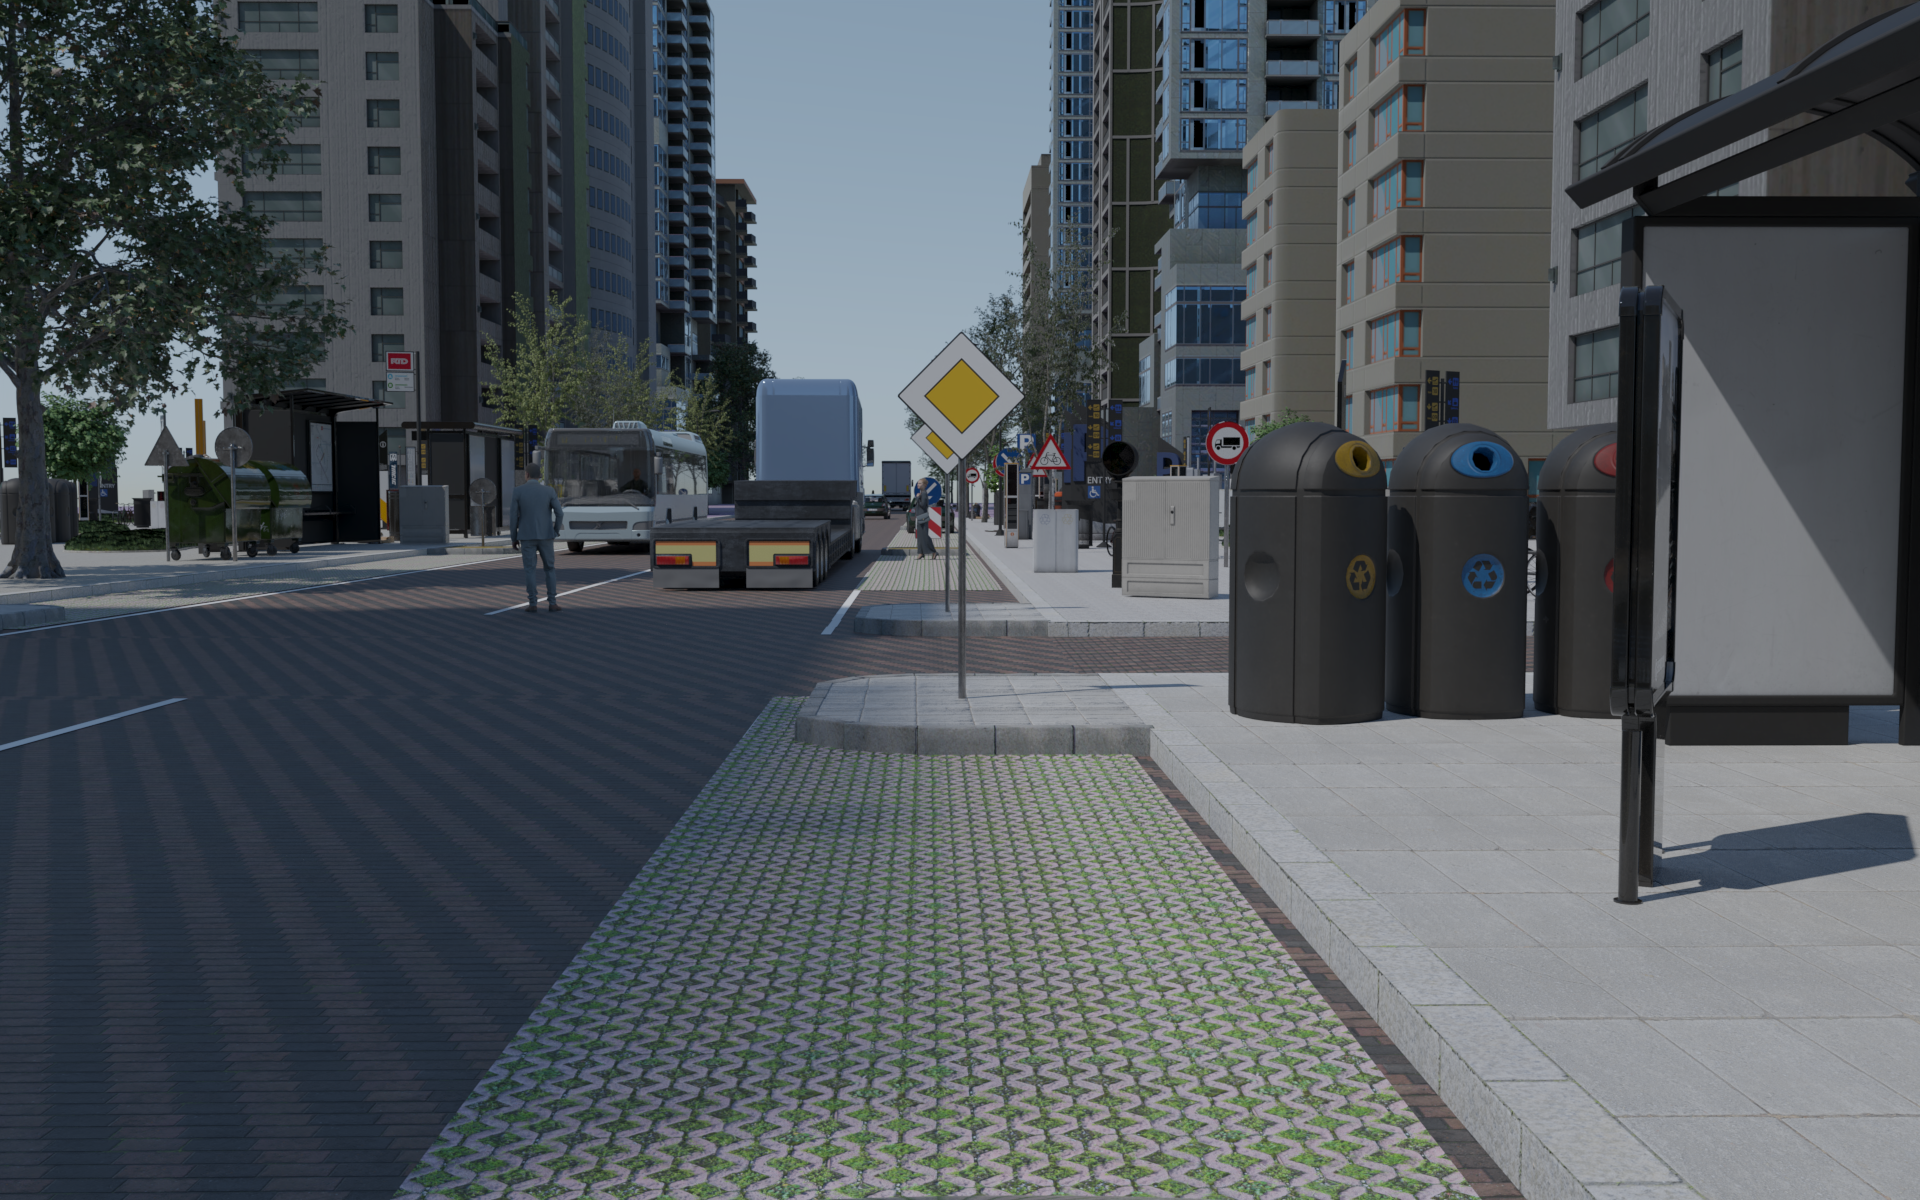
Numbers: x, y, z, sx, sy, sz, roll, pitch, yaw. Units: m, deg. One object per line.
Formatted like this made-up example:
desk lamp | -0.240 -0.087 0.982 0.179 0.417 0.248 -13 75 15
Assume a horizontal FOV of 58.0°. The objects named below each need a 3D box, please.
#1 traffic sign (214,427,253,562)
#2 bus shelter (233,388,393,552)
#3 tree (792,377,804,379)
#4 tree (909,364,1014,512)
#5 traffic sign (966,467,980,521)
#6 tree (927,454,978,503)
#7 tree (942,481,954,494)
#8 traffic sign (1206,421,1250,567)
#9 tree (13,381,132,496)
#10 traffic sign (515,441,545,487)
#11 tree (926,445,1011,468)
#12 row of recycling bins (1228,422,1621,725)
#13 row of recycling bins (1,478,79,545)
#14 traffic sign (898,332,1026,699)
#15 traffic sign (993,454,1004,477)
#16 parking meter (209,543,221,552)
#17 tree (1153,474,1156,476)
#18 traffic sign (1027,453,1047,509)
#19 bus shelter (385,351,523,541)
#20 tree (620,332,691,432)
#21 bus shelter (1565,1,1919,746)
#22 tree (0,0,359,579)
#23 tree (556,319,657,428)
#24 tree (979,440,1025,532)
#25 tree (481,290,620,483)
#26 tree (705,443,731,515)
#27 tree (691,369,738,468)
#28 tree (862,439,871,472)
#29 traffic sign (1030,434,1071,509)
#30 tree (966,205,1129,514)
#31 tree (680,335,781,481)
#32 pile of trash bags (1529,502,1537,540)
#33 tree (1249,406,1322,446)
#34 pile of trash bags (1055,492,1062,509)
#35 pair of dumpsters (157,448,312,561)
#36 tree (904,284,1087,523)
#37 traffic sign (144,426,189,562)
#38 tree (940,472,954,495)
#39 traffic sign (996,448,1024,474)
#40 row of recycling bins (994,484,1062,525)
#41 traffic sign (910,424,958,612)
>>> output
traffic sign | -13.797 -2.005 32.894 0.768 2.556 0.104 0 4 7
bus shelter | -15.329 -3.066 41.420 1.731 3.624 6.357 0 4 -1
tree | -16.406 -17.123 186.609 9.857 13.997 8.962 0 3 0
tree | 0.227 -12.134 124.146 9.928 11.665 9.643 0 3 0
traffic sign | 0.575 -5.067 82.958 0.768 2.556 0.104 0 4 1
tree | -0.705 -19.518 237.239 7.486 12.596 7.792 0 3 0
tree | -1.885 -14.127 225.574 1.663 3.219 1.824 0 3 0
traffic sign | 4.661 -1.845 30.264 0.768 2.556 0.104 0 4 -1
tree | -25.393 -4.027 49.549 4.285 4.588 4.351 0 3 0
traffic sign | -16.010 -4.435 66.384 2.265 3.308 0.079 0 4 3
tree | 0.185 -16.649 182.573 12.009 13.543 11.850 0 3 0
row of recycling bins | 3.330 -0.185 10.142 3.534 1.692 1.069 0 4 -5
row of recycling bins | -24.080 -2.344 45.434 1.069 1.692 3.534 0 4 -7
traffic sign | 0.010 -0.438 10.812 0.795 2.450 0.064 0 4 -1
traffic sign | 1.350 -3.134 51.348 0.768 2.556 0.104 0 4 6
parking meter | -16.442 -1.984 38.146 0.255 1.863 0.399 -1 4 -23
tree | 10.883 -5.903 91.118 1.663 3.219 1.824 0 3 0
traffic sign | 2.299 -3.286 53.724 0.884 2.594 0.081 0 4 0
bus shelter | -15.057 -4.508 51.334 2.179 5.291 8.768 0 4 -1
tree | -15.130 -7.914 79.753 4.737 8.622 4.395 0 3 0
bus shelter | 4.179 -0.756 6.286 2.014 3.302 5.546 0 4 -1
tree | -14.275 -6.689 26.368 9.611 12.733 9.660 0 3 0
tree | -15.134 -7.498 72.951 4.360 8.622 3.978 0 3 0
tree | 1.342 -3.918 58.667 1.663 3.219 1.824 0 3 0
tree | -14.852 -6.813 61.752 4.737 8.622 4.395 0 3 0
tree | -15.898 -7.680 109.289 4.285 4.588 4.351 0 3 0
tree | -15.519 -9.292 102.287 4.737 8.622 4.395 0 3 0
tree | -17.717 -20.911 252.257 12.009 13.543 11.850 0 3 0
traffic sign | 1.967 -2.296 37.550 0.884 2.594 0.081 0 4 7
tree | 2.373 -5.780 44.873 4.360 8.622 3.978 0 3 0
tree | -15.802 -12.738 125.267 9.611 12.733 9.660 0 3 0
pile of trash bags | 15.063 -2.369 48.493 3.447 1.369 1.912 0 4 4
tree | 12.286 -4.954 64.715 4.285 4.588 4.351 0 3 0
pile of trash bags | 4.634 -3.593 68.502 1.912 1.369 3.447 2 4 30
pair of dumpsters | -14.735 -2.007 35.316 1.574 2.255 4.437 0 4 -1
tree | 1.355 -8.740 77.318 7.601 10.594 8.767 3 4 38
traffic sign | -15.062 -2.011 32.882 0.884 2.594 0.081 0 4 5
tree | 0.950 -8.368 87.185 4.360 8.622 3.978 0 3 0
traffic sign | 1.365 -2.902 47.561 0.768 2.556 0.104 0 4 7
row of recycling bins | 3.146 -3.930 71.374 3.534 1.692 1.069 0 4 3
traffic sign | -0.139 -0.927 18.796 0.795 2.450 0.064 0 4 -1
